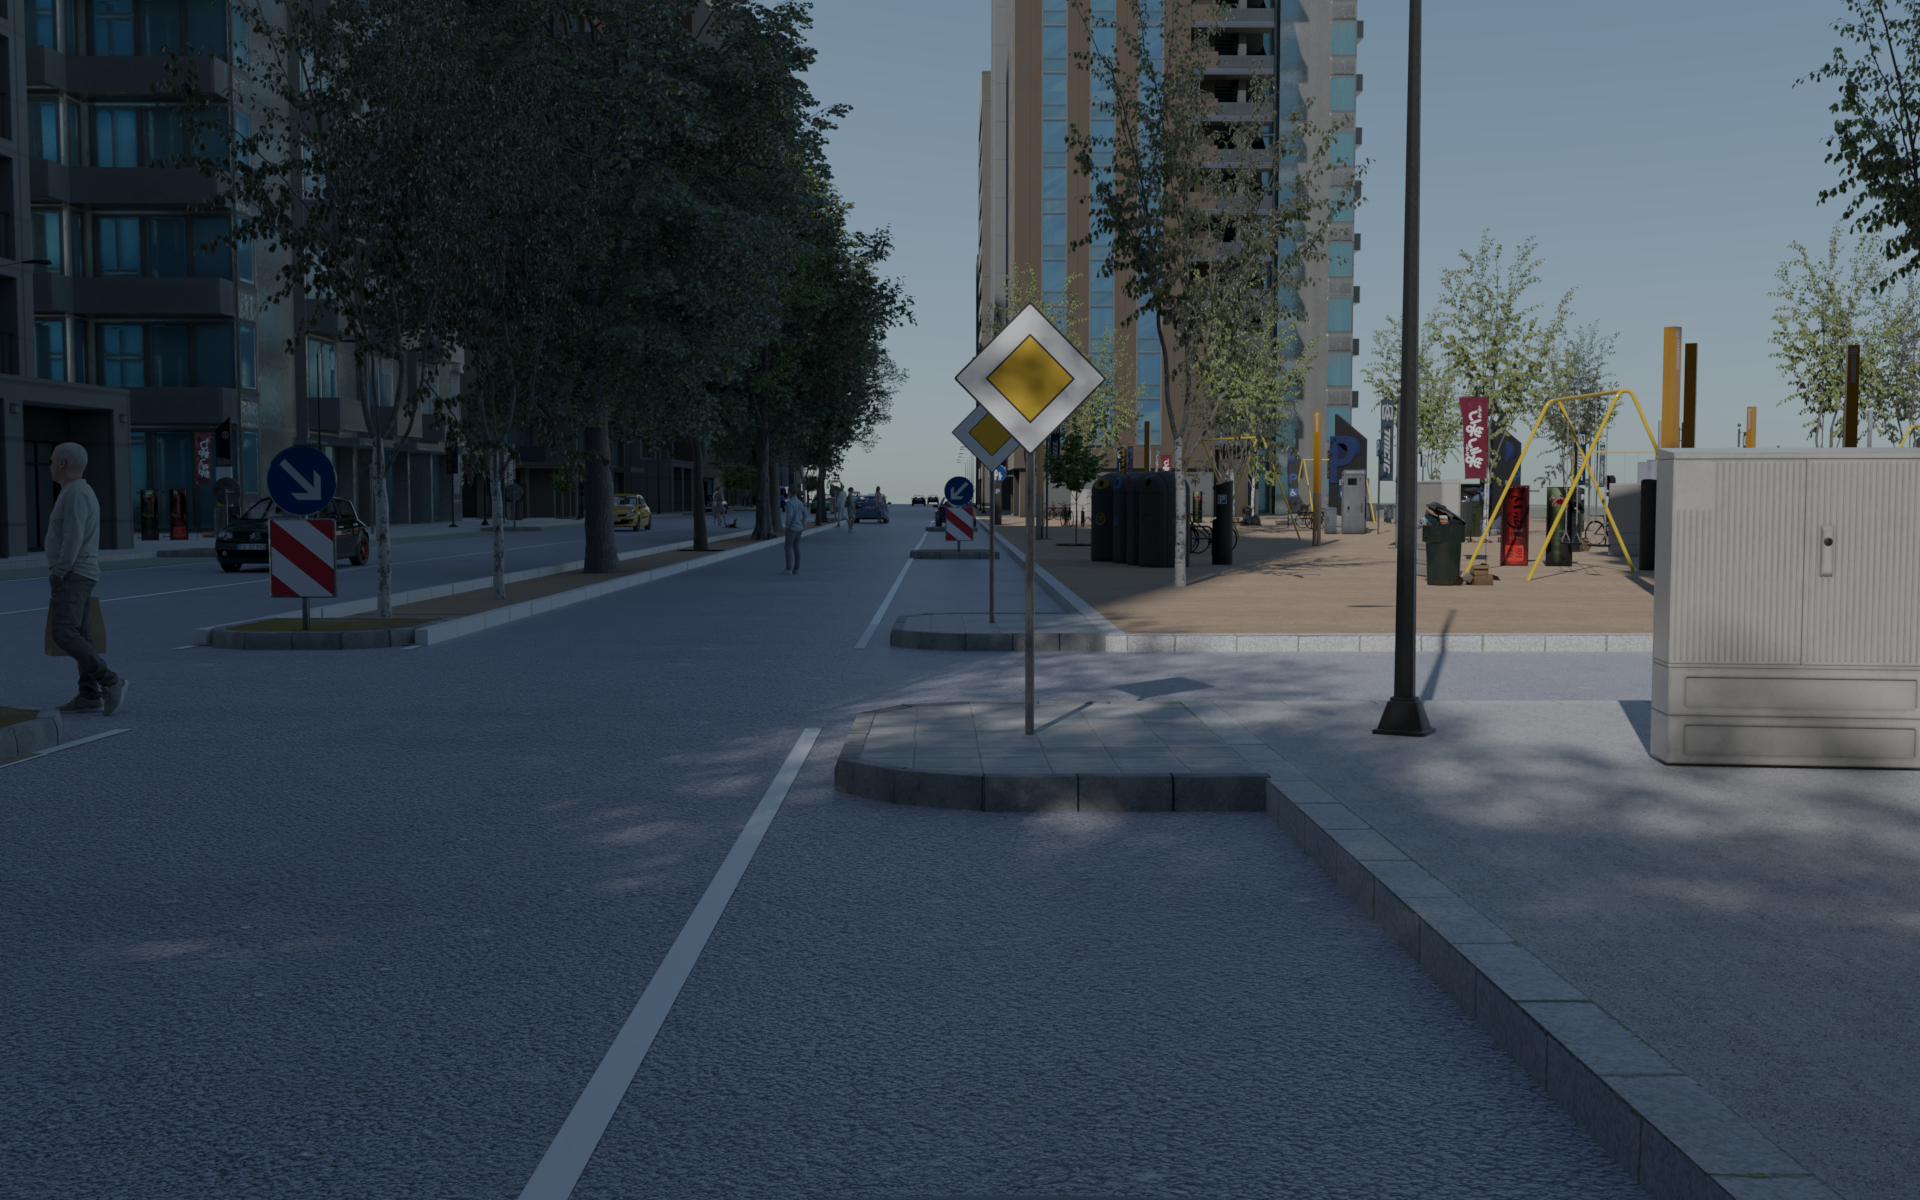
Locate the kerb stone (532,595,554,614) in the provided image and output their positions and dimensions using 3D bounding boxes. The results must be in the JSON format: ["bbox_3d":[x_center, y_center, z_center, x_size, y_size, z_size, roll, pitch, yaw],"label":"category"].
[{"bbox_3d":[-5.127,0.074,21.003,0.120,0.150,1.000,0,4,0],"label":"kerb stone"}]

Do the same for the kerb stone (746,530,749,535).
[{"bbox_3d":[-7.494,-2.309,59.952,0.120,0.150,1.000,0,4,0],"label":"kerb stone"}]

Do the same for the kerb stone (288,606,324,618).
[{"bbox_3d":[-7.228,0.199,18.943,0.120,0.150,1.000,0,4,0],"label":"kerb stone"}]

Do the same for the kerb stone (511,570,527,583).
[{"bbox_3d":[-7.276,-0.366,28.177,0.120,0.150,1.000,0,4,0],"label":"kerb stone"}]

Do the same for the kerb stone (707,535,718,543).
[{"bbox_3d":[-7.438,-1.807,51.736,0.120,0.150,1.000,0,4,0],"label":"kerb stone"}]

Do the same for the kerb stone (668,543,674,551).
[{"bbox_3d":[-7.386,-1.306,43.543,0.120,0.150,1.000,0,4,0],"label":"kerb stone"}]

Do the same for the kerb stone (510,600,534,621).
[{"bbox_3d":[-5.124,0.136,19.967,0.120,0.150,1.000,0,4,0],"label":"kerb stone"}]

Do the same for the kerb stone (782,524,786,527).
[{"bbox_3d":[-7.597,-3.248,75.336,0.120,0.150,1.000,0,4,0],"label":"kerb stone"}]

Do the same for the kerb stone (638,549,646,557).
[{"bbox_3d":[-7.354,-1.050,39.437,0.120,0.150,1.000,0,4,0],"label":"kerb stone"}]

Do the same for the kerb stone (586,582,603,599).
[{"bbox_3d":[-5.153,-0.115,24.071,0.120,0.150,1.000,0,4,0],"label":"kerb stone"}]

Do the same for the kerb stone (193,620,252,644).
[{"bbox_3d":[-7.200,0.324,16.899,0.120,0.150,1.000,0,4,0],"label":"kerb stone"}]

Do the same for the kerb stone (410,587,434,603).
[{"bbox_3d":[-7.244,-0.050,23.031,0.120,0.150,1.000,0,4,0],"label":"kerb stone"}]

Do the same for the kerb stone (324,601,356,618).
[{"bbox_3d":[-7.220,0.137,19.965,0.120,0.150,1.000,0,4,0],"label":"kerb stone"}]

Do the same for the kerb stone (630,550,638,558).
[{"bbox_3d":[-7.353,-0.990,38.414,0.120,0.150,1.000,0,4,0],"label":"kerb stone"}]

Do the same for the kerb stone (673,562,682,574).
[{"bbox_3d":[-5.199,-0.551,31.242,0.120,0.150,1.000,0,4,0],"label":"kerb stone"}]

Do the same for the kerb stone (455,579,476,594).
[{"bbox_3d":[-7.253,-0.177,25.088,0.120,0.150,1.000,0,4,0],"label":"kerb stone"}]

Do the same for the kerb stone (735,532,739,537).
[{"bbox_3d":[-7.474,-2.121,56.866,0.120,0.150,1.000,0,4,0],"label":"kerb stone"}]

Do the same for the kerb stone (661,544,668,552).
[{"bbox_3d":[-7.371,-1.243,42.521,0.120,0.150,1.000,0,4,0],"label":"kerb stone"}]

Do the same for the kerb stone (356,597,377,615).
[{"bbox_3d":[-7.234,0.077,20.988,0.120,0.150,1.000,0,4,0],"label":"kerb stone"}]

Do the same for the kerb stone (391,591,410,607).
[{"bbox_3d":[-7.240,0.014,22.009,0.120,0.150,1.000,0,4,0],"label":"kerb stone"}]

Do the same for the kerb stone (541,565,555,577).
[{"bbox_3d":[-7.284,-0.491,30.221,0.120,0.150,1.000,0,4,0],"label":"kerb stone"}]

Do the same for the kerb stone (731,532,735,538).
[{"bbox_3d":[-7.460,-2.058,55.844,0.120,0.150,1.000,0,4,0],"label":"kerb stone"}]

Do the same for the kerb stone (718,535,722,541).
[{"bbox_3d":[-7.441,-1.870,52.769,0.120,0.150,1.000,0,4,0],"label":"kerb stone"}]

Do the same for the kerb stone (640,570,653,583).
[{"bbox_3d":[-5.180,-0.365,28.170,0.120,0.150,1.000,0,4,0],"label":"kerb stone"}]

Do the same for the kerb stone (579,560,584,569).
[{"bbox_3d":[-7.316,-0.678,33.286,0.120,0.150,1.000,0,4,0],"label":"kerb stone"}]

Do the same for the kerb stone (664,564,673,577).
[{"bbox_3d":[-5.189,-0.489,30.217,0.120,0.150,1.000,0,4,0],"label":"kerb stone"}]

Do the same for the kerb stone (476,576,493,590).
[{"bbox_3d":[-7.261,-0.238,26.120,0.120,0.150,1.000,0,4,0],"label":"kerb stone"}]

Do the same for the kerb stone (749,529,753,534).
[{"bbox_3d":[-7.501,-2.372,60.974,0.120,0.150,1.000,0,4,0],"label":"kerb stone"}]

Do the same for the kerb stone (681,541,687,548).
[{"bbox_3d":[-7.390,-1.430,45.596,0.120,0.150,1.000,0,4,0],"label":"kerb stone"}]

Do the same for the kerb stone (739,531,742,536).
[{"bbox_3d":[-7.480,-2.183,57.888,0.120,0.150,1.000,0,4,0],"label":"kerb stone"}]

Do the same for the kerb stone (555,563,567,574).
[{"bbox_3d":[-7.301,-0.548,31.243,0.120,0.150,1.000,0,4,0],"label":"kerb stone"}]

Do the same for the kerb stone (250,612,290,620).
[{"bbox_3d":[-7.210,0.264,17.921,0.120,0.150,1.000,0,4,0],"label":"kerb stone"}]

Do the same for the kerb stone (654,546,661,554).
[{"bbox_3d":[-7.368,-1.179,41.492,0.120,0.150,1.000,0,4,0],"label":"kerb stone"}]

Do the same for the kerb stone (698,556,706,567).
[{"bbox_3d":[-5.218,-0.738,34.308,0.120,0.150,1.000,0,4,0],"label":"kerb stone"}]

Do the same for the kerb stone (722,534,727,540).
[{"bbox_3d":[-7.449,-1.932,53.791,0.120,0.150,1.000,0,4,0],"label":"kerb stone"}]

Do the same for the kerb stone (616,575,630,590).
[{"bbox_3d":[-5.166,-0.240,26.125,0.120,0.150,1.000,0,4,0],"label":"kerb stone"}]

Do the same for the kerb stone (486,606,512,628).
[{"bbox_3d":[-5.117,0.199,18.936,0.120,0.150,1.000,0,4,0],"label":"kerb stone"}]

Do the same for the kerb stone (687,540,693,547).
[{"bbox_3d":[-7.401,-1.494,46.618,0.120,0.150,1.000,0,4,0],"label":"kerb stone"}]

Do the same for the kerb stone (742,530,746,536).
[{"bbox_3d":[-7.485,-2.243,58.924,0.120,0.150,1.000,0,4,0],"label":"kerb stone"}]

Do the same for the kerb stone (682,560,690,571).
[{"bbox_3d":[-5.216,-0.616,32.264,0.120,0.150,1.000,0,4,0],"label":"kerb stone"}]

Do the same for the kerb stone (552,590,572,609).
[{"bbox_3d":[-5.135,0.012,22.027,0.120,0.150,1.000,0,4,0],"label":"kerb stone"}]

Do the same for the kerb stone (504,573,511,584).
[{"bbox_3d":[-7.268,-0.303,27.148,0.120,0.150,1.000,0,4,0],"label":"kerb stone"}]

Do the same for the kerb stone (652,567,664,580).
[{"bbox_3d":[-5.178,-0.427,29.195,0.120,0.150,1.000,0,4,0],"label":"kerb stone"}]

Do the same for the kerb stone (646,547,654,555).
[{"bbox_3d":[-7.364,-1.109,40.465,0.120,0.150,1.000,0,4,0],"label":"kerb stone"}]

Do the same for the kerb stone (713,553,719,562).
[{"bbox_3d":[-5.236,-0.860,36.357,0.120,0.150,1.000,0,4,0],"label":"kerb stone"}]

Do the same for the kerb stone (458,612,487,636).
[{"bbox_3d":[-5.109,0.262,17.910,0.120,0.150,1.000,0,4,0],"label":"kerb stone"}]

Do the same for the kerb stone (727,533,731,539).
[{"bbox_3d":[-7.459,-1.996,54.822,0.120,0.150,1.000,0,4,0],"label":"kerb stone"}]

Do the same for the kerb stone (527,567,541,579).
[{"bbox_3d":[-7.283,-0.426,29.199,0.120,0.150,1.000,0,4,0],"label":"kerb stone"}]

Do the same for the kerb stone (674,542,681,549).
[{"bbox_3d":[-7.394,-1.368,44.569,0.120,0.150,1.000,0,4,0],"label":"kerb stone"}]

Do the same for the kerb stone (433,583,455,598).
[{"bbox_3d":[-7.252,-0.114,24.053,0.120,0.150,1.000,0,4,0],"label":"kerb stone"}]

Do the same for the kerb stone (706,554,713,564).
[{"bbox_3d":[-5.224,-0.803,35.330,0.120,0.150,1.000,0,4,0],"label":"kerb stone"}]

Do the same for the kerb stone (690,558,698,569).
[{"bbox_3d":[-5.213,-0.673,33.286,0.120,0.150,1.000,0,4,0],"label":"kerb stone"}]

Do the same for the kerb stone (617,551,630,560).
[{"bbox_3d":[-7.338,-0.929,37.385,0.120,0.150,1.000,0,4,0],"label":"kerb stone"}]

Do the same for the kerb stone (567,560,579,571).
[{"bbox_3d":[-7.313,-0.616,32.264,0.120,0.150,1.000,0,4,0],"label":"kerb stone"}]

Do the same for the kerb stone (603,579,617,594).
[{"bbox_3d":[-5.158,-0.173,25.094,0.120,0.150,1.000,0,4,0],"label":"kerb stone"}]

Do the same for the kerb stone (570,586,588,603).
[{"bbox_3d":[-5.148,-0.049,23.049,0.120,0.150,1.000,0,4,0],"label":"kerb stone"}]

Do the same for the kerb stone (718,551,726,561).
[{"bbox_3d":[-5.241,-0.924,37.383,0.120,0.150,1.000,0,4,0],"label":"kerb stone"}]

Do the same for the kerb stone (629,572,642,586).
[{"bbox_3d":[-5.173,-0.300,27.148,0.120,0.150,1.000,0,4,0],"label":"kerb stone"}]

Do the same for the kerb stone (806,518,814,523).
[{"bbox_3d":[-7.679,-4.065,88.657,0.120,0.150,1.000,0,4,0],"label":"kerb stone"}]

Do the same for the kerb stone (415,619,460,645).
[{"bbox_3d":[-5.100,0.325,16.888,0.120,0.150,1.000,0,4,0],"label":"kerb stone"}]
